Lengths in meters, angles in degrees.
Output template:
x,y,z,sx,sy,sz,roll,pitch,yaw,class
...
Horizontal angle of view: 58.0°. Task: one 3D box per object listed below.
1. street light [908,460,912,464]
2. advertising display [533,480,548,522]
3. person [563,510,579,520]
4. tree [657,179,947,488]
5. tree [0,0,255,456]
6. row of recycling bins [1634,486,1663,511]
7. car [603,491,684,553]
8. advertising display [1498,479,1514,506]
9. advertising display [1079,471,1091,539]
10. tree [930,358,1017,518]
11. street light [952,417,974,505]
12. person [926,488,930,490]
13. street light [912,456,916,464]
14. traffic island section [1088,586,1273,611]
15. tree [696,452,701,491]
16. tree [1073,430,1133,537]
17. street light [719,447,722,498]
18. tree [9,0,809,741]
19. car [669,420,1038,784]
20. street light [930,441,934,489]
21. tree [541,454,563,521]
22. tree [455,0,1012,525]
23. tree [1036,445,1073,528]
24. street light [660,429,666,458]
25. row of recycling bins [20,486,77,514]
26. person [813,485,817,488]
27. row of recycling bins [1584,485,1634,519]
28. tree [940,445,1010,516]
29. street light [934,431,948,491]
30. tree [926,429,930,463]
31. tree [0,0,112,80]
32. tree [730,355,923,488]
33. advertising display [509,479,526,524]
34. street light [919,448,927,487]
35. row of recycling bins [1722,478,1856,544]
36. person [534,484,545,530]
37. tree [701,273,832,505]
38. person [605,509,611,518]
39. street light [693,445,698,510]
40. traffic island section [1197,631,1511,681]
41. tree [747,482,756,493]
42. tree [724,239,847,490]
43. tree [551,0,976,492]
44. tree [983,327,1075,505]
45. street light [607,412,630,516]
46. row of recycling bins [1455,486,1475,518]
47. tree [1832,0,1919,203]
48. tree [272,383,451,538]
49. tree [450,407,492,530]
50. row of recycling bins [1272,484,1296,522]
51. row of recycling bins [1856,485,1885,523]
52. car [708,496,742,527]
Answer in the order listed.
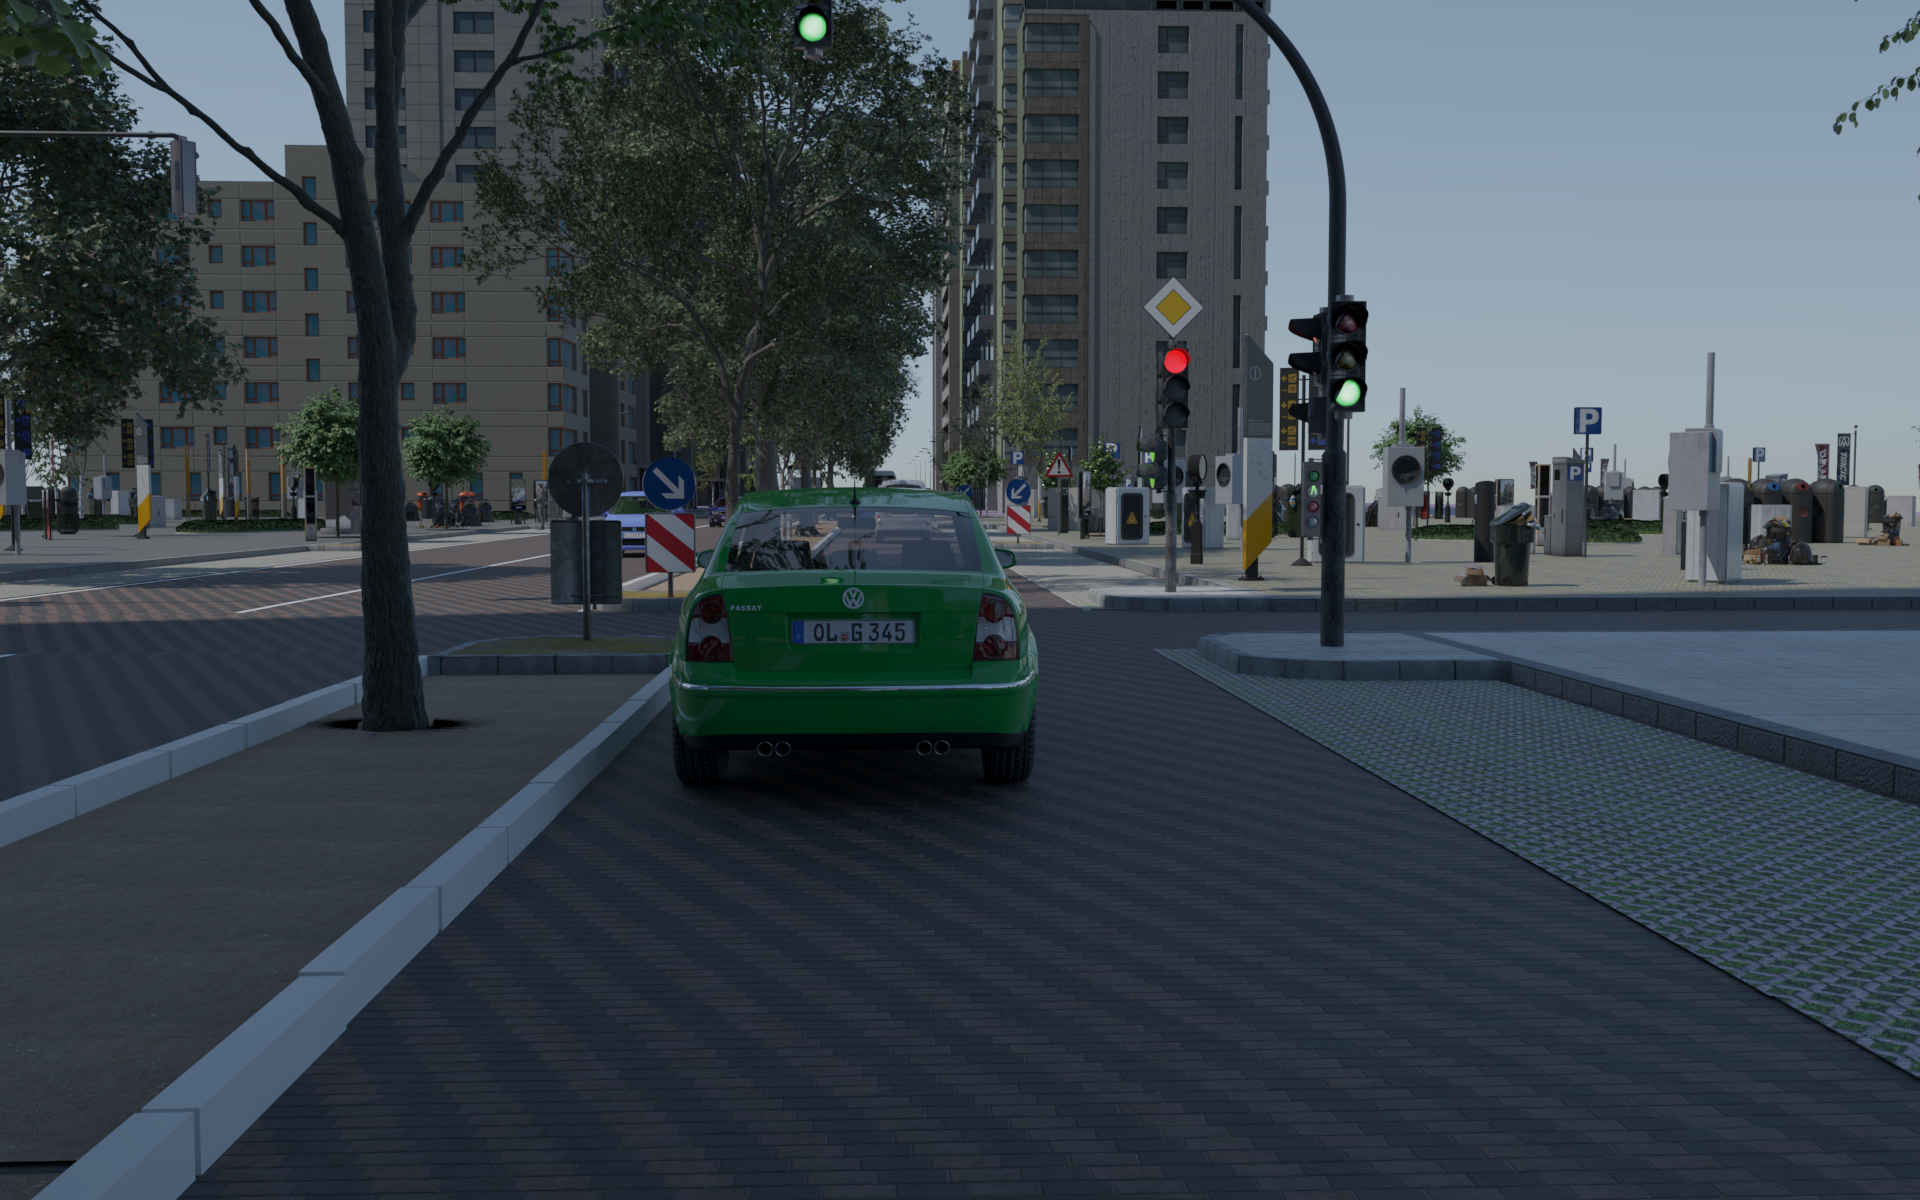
x,y,z,sx,sy,sz,roll,pitch,yaw,class
-5.865,-15.977,233.765,1.470,5.913,1.316,0,4,-3,street light
-19.031,-4.490,78.619,0.123,1.923,0.974,1,4,20,advertising display
-9.698,-2.123,43.401,0.537,1.800,0.526,-2,4,-27,person
-5.272,-8.544,59.158,9.611,12.733,9.660,0,3,0,tree
-16.936,-6.845,28.932,9.611,12.733,9.660,0,3,0,tree
35.665,-5.146,91.247,3.534,1.692,1.069,-1,4,-18,row of recycling bins
-7.412,-1.895,40.572,1.945,1.707,3.694,0,4,-4,car
23.078,-4.160,73.229,0.974,1.923,0.123,-3,4,-37,advertising display
3.554,-2.696,49.292,0.123,1.923,0.974,1,4,18,advertising display
1.200,-8.725,93.012,4.360,8.622,3.978,0,3,0,tree
0.272,-8.105,105.053,1.470,5.913,1.316,0,4,-3,street light
-1.378,-4.199,77.988,0.563,1.720,0.643,-3,5,-44,person
-4.783,-14.595,211.172,1.470,5.913,1.316,0,4,-3,street light
2.776,-0.022,22.640,2.009,0.180,2.903,0,4,-3,traffic island section
-24.754,-13.596,172.656,4.737,8.622,4.395,0,3,0,tree
4.386,-3.526,52.257,1.663,3.219,1.824,0,3,0,tree
-22.592,-11.885,166.853,1.470,5.913,1.316,0,4,-3,street light
-3.567,-5.023,10.333,9.928,11.665,9.643,0,3,0,tree
-0.594,-0.071,9.961,1.959,1.807,4.718,0,4,-3,car
-1.932,-10.911,150.943,1.470,5.913,1.316,0,4,-3,street light
-19.458,-5.468,83.997,1.663,3.219,1.824,0,3,0,tree
-3.572,-5.460,26.138,8.767,10.594,7.601,0,4,-3,tree
3.557,-4.388,66.353,1.663,3.219,1.824,0,3,0,tree
-20.374,-9.083,121.050,1.470,5.913,1.316,0,4,-3,street light
-46.663,-4.978,88.499,3.534,1.692,1.069,1,4,17,row of recycling bins
-6.557,-4.266,78.259,0.555,1.821,0.388,-1,4,-22,person
28.481,-4.317,77.698,3.534,1.692,1.069,-2,4,-30,row of recycling bins
1.143,-7.150,100.618,4.285,4.588,4.351,0,3,0,tree
-0.949,-9.498,127.831,1.470,5.913,1.316,0,4,-3,street light
-1.613,-14.147,181.668,4.360,8.622,3.978,0,3,0,tree
-2.716,-4.952,1.545,7.486,12.596,7.792,0,3,0,tree
-6.939,-10.348,82.010,12.009,13.543,11.850,0,3,0,tree
-18.745,-4.171,73.414,0.123,1.923,0.974,2,4,24,advertising display
-3.149,-12.329,174.120,1.470,5.913,1.316,0,4,-3,street light
21.379,-2.329,45.200,3.534,1.692,1.069,-1,4,-13,row of recycling bins
-16.717,-3.703,68.852,0.447,1.846,0.655,-1,4,-9,person
-4.977,-5.954,50.168,4.737,8.622,4.395,0,3,0,tree
-16.485,-4.461,81.613,0.709,1.800,0.728,2,4,33,person
-21.438,-10.465,143.644,1.470,5.913,1.316,0,4,-3,street light
3.159,0.466,14.664,2.009,0.180,2.903,0,4,-3,traffic island section
-26.094,-13.488,215.127,1.663,3.219,1.824,0,3,0,tree
-4.490,-5.576,43.979,4.360,8.622,3.978,0,3,0,tree
-4.033,-7.781,36.325,9.857,13.997,8.962,0,3,0,tree
2.983,-7.687,76.046,4.737,8.622,4.395,0,3,0,tree
-19.324,-7.673,97.988,1.470,5.913,1.316,0,4,-3,street light
27.895,-5.214,92.363,1.069,1.692,3.534,-2,4,-34,row of recycling bins
6.475,-3.663,10.250,4.360,8.622,3.978,0,3,0,tree
-18.201,-4.098,50.716,4.285,4.588,4.351,0,3,0,tree
-18.309,-4.764,61.606,4.285,4.588,4.351,0,3,0,tree
12.880,-3.812,69.445,1.069,1.692,3.534,-3,5,-39,row of recycling bins
39.518,-4.313,77.630,3.534,1.692,1.069,3,5,43,row of recycling bins
-10.044,-3.896,76.280,1.945,1.354,3.894,0,4,-2,car
